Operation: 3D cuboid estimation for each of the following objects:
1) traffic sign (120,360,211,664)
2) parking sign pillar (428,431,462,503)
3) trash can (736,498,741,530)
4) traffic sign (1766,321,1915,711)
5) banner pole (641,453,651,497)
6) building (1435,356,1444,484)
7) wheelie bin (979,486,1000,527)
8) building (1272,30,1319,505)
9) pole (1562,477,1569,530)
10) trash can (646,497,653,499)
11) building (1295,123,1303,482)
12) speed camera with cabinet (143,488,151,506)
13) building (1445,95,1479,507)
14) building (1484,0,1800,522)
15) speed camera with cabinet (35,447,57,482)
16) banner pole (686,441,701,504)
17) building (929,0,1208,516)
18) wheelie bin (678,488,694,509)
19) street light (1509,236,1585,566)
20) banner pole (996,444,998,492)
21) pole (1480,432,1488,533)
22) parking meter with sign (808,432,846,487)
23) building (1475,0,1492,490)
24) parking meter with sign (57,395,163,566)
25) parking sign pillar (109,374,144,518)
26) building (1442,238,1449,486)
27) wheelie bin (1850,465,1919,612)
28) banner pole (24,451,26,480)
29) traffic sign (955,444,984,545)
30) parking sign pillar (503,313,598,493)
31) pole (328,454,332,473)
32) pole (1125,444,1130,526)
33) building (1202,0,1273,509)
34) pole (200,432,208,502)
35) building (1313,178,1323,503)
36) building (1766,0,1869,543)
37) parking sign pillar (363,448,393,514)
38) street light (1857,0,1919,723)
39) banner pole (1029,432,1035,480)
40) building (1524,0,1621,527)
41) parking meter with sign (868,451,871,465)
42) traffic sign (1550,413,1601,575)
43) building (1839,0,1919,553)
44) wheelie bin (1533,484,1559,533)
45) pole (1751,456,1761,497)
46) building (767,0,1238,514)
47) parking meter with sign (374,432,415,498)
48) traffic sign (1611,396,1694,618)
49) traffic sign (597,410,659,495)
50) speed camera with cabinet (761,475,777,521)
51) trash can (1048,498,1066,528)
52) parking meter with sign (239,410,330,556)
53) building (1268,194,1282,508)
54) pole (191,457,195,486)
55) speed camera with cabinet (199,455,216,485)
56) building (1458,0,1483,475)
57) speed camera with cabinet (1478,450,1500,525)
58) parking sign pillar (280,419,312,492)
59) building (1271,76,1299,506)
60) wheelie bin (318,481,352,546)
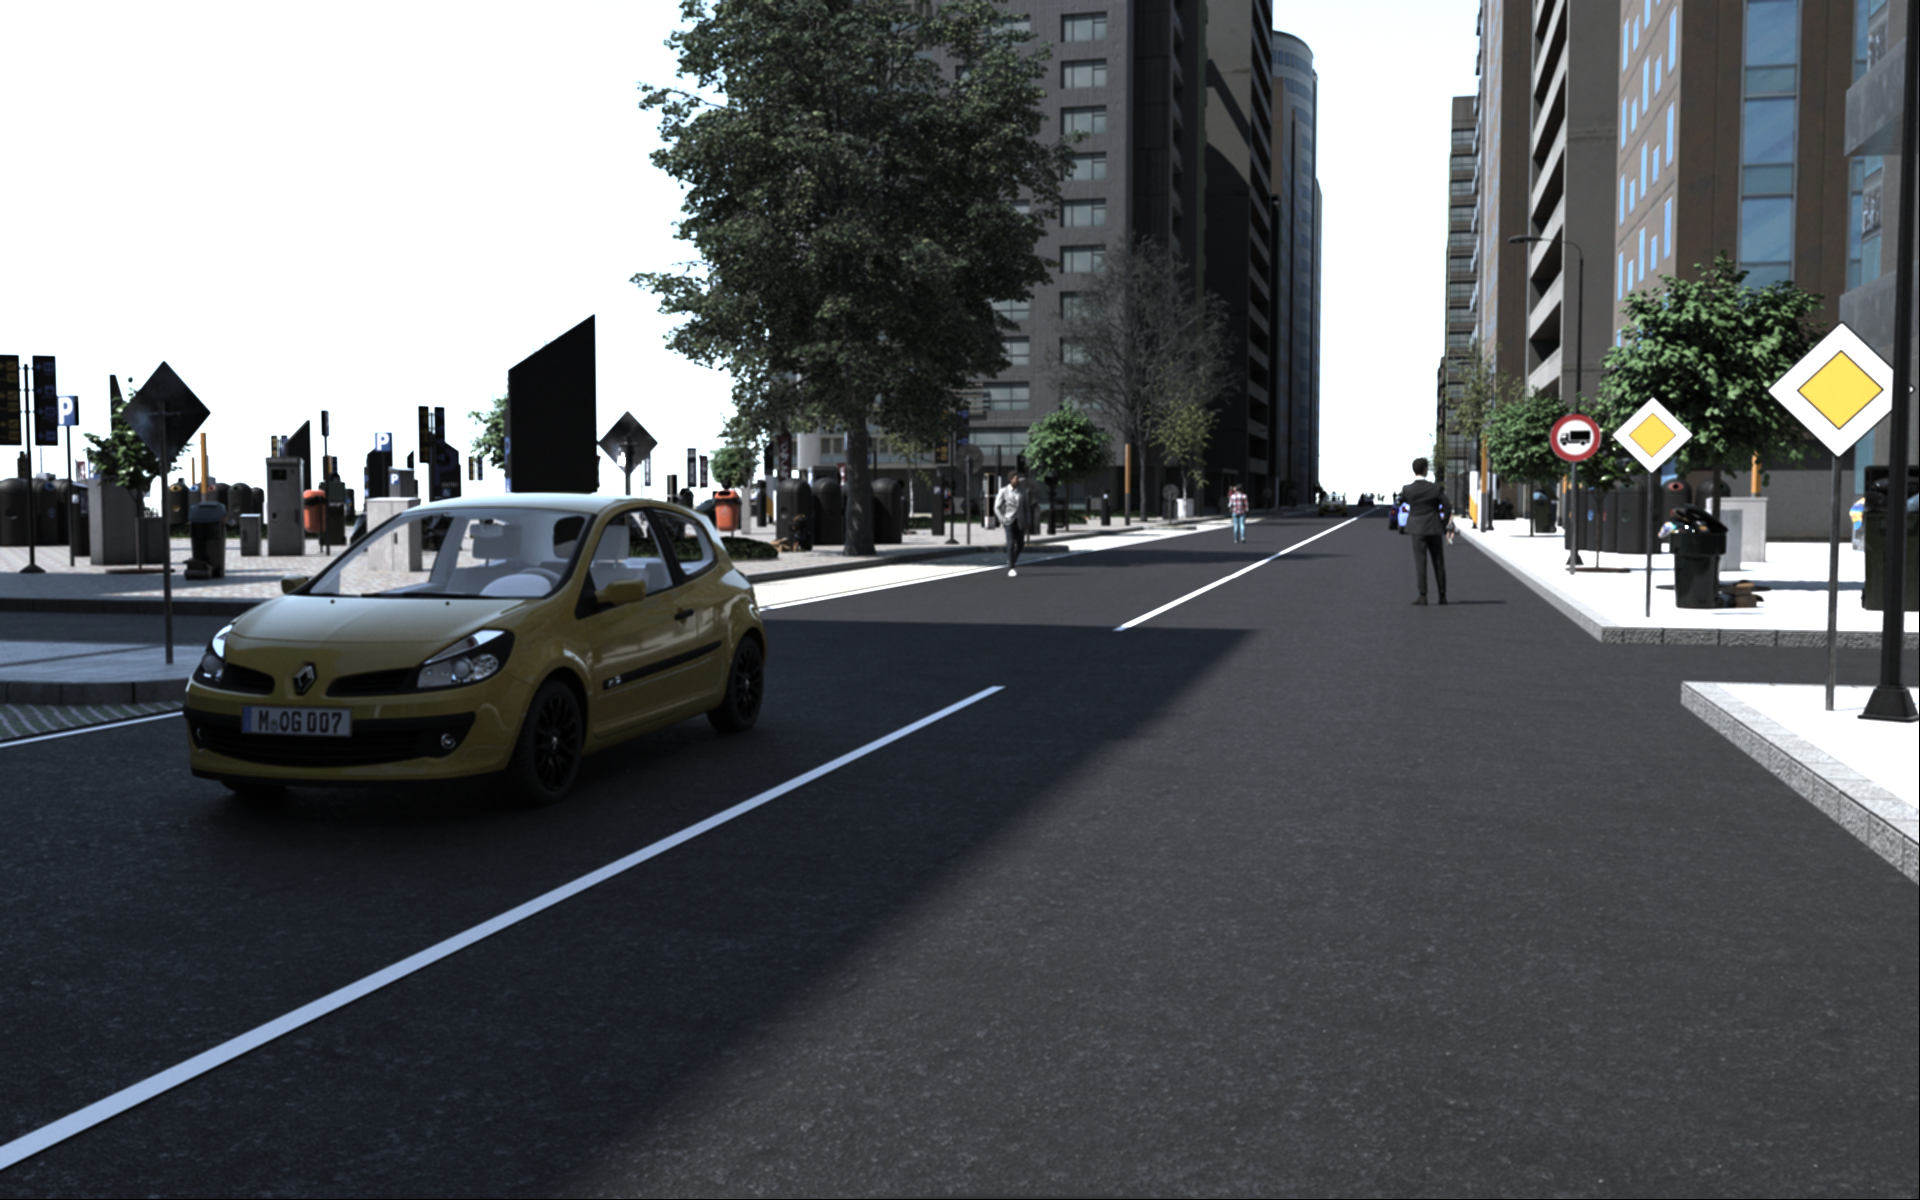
[{"bbox_3d":[-5.987,-0.576,13.061,0.795,2.450,0.064,1,4,14],"label":"traffic sign"},{"bbox_3d":[-21.683,-5.163,72.891,1.447,3.967,1.447,-2,4,-31],"label":"parking sign pillar"},{"bbox_3d":[-8.067,-3.129,62.817,0.748,1.137,0.748,0,3,0],"label":"trash can"},{"bbox_3d":[5.138,-0.400,10.178,0.795,2.450,0.064,1,4,14],"label":"traffic sign"},{"bbox_3d":[-13.204,-5.054,72.646,0.863,3.779,0.401,3,5,40],"label":"banner pole"},{"bbox_3d":[77.072,-23.395,227.539,27.650,21.520,28.899,1,4,14],"label":"building"},{"bbox_3d":[1.146,-3.582,66.468,0.693,1.594,0.980,-2,4,-34],"label":"wheelie bin"},{"bbox_3d":[33.832,-41.495,220.439,21.231,58.520,28.212,1,4,14],"label":"building"},{"bbox_3d":[21.908,-4.205,62.591,0.158,3.312,0.155,0,3,0],"label":"pole"},{"bbox_3d":[-15.290,-4.440,84.242,0.748,1.137,0.748,0,3,0],"label":"trash can"},{"bbox_3d":[31.607,-33.548,198.621,14.600,45.320,14.200,1,4,14],"label":"building"},{"bbox_3d":[-49.743,-6.771,105.040,0.660,3.252,2.038,0,4,-4],"label":"speed camera with cabinet"},{"bbox_3d":[57.777,-30.331,179.499,14.154,41.232,14.086,1,4,14],"label":"building"},{"bbox_3d":[36.916,-27.283,96.187,14.600,45.320,14.200,1,4,14],"label":"building"},{"bbox_3d":[-38.366,-4.743,71.889,0.660,3.252,2.038,0,4,6],"label":"speed camera with cabinet"},{"bbox_3d":[-12.561,-5.640,82.227,0.863,3.779,0.401,-1,4,-10],"label":"banner pole"},{"bbox_3d":[6.785,-25.621,102.491,14.154,41.232,14.086,1,4,14],"label":"building"},{"bbox_3d":[-13.941,-4.913,88.234,0.693,1.594,0.980,2,4,34],"label":"wheelie bin"},{"bbox_3d":[10.557,-3.586,31.177,1.470,5.913,1.316,1,4,14],"label":"street light"},{"bbox_3d":[1.854,-5.941,87.157,0.401,3.779,0.863,0,4,4],"label":"banner pole"},{"bbox_3d":[17.307,-3.874,57.189,0.158,3.312,0.155,0,3,0],"label":"pole"},{"bbox_3d":[-3.786,-3.118,47.247,1.738,3.016,0.543,-1,4,-22],"label":"parking meter with sign"},{"bbox_3d":[45.841,-35.106,115.988,21.231,58.520,28.212,1,4,14],"label":"building"},{"bbox_3d":[-15.321,-2.144,31.323,0.543,3.016,1.738,2,4,30],"label":"parking meter with sign"},{"bbox_3d":[-19.058,-3.129,39.634,1.447,3.967,1.447,-1,4,-15],"label":"parking sign pillar"},{"bbox_3d":[61.579,-25.863,194.568,14.160,30.474,14.107,1,4,14],"label":"building"},{"bbox_3d":[10.324,-0.681,19.046,0.980,1.594,0.693,2,4,28],"label":"wheelie bin"},{"bbox_3d":[-53.798,-6.696,99.495,0.401,3.779,0.863,0,4,-8],"label":"banner pole"},{"bbox_3d":[0.217,-2.675,43.850,0.768,2.556,0.104,1,4,17],"label":"traffic sign"},{"bbox_3d":[-6.083,-2.280,25.750,1.447,3.967,1.447,-2,4,-28],"label":"parking sign pillar"},{"bbox_3d":[-32.414,-5.832,89.202,0.158,3.312,0.155,0,3,0],"label":"pole"},{"bbox_3d":[6.832,-4.686,70.466,0.158,3.312,0.155,0,3,0],"label":"pole"},{"bbox_3d":[14.193,-31.802,143.667,21.300,48.544,21.600,1,4,14],"label":"building"},{"bbox_3d":[-24.864,-3.863,56.995,0.158,3.312,0.155,0,3,0],"label":"pole"},{"bbox_3d":[42.737,-36.104,240.410,14.600,45.320,14.200,1,4,14],"label":"building"},{"bbox_3d":[27.207,-24.432,49.570,14.600,45.320,14.200,1,4,14],"label":"building"},{"bbox_3d":[-26.576,-5.547,79.160,1.447,3.967,1.447,3,4,37],"label":"parking sign pillar"},{"bbox_3d":[4.788,-2.282,9.847,1.470,5.913,1.316,1,4,14],"label":"street light"},{"bbox_3d":[2.901,-4.869,69.620,0.401,3.779,0.863,1,4,21],"label":"banner pole"},{"bbox_3d":[36.357,-27.530,73.815,21.300,48.544,21.600,1,4,14],"label":"building"},{"bbox_3d":[-4.243,-4.606,71.577,0.543,3.016,1.738,-1,4,-23],"label":"parking meter with sign"},{"bbox_3d":[9.689,-1.665,27.330,0.768,2.556,0.104,1,4,16],"label":"traffic sign"},{"bbox_3d":[29.864,-24.771,24.611,30.456,49.044,23.786,1,4,14],"label":"building"},{"bbox_3d":[19.117,-2.981,56.647,0.693,1.594,0.980,3,5,42],"label":"wheelie bin"},{"bbox_3d":[19.569,-2.980,42.561,0.158,3.312,0.155,0,3,0],"label":"pole"},{"bbox_3d":[3.220,-26.383,123.246,32.217,40.220,23.993,1,4,14],"label":"building"},{"bbox_3d":[-15.872,-3.248,49.366,0.543,3.016,1.738,1,4,19],"label":"parking meter with sign"},{"bbox_3d":[7.135,-0.873,17.910,0.795,2.450,0.064,1,4,14],"label":"traffic sign"},{"bbox_3d":[-3.991,-1.049,20.793,0.795,2.450,0.064,1,4,14],"label":"traffic sign"},{"bbox_3d":[-8.928,-5.456,83.542,0.660,3.252,2.038,-2,4,-29],"label":"speed camera with cabinet"},{"bbox_3d":[3.677,-3.276,65.215,0.748,1.137,0.748,0,3,0],"label":"trash can"},{"bbox_3d":[-13.968,-2.419,35.818,1.738,3.016,0.543,-1,4,-11],"label":"parking meter with sign"},{"bbox_3d":[22.369,-23.858,161.783,14.160,30.474,14.107,1,4,14],"label":"building"},{"bbox_3d":[-41.888,-6.165,94.644,0.158,3.312,0.155,0,3,0],"label":"pole"},{"bbox_3d":[-37.569,-5.740,88.178,2.038,3.252,0.660,-3,5,-40],"label":"speed camera with cabinet"},{"bbox_3d":[54.503,-32.090,144.285,23.786,49.044,30.456,1,4,14],"label":"building"},{"bbox_3d":[22.401,-4.846,73.562,0.660,3.252,2.038,2,4,32],"label":"speed camera with cabinet"},{"bbox_3d":[-23.771,-4.493,61.940,1.447,3.967,1.447,1,4,16],"label":"parking sign pillar"},{"bbox_3d":[27.639,-32.671,184.288,14.600,45.320,14.200,1,4,14],"label":"building"},{"bbox_3d":[-15.741,-2.169,43.366,0.980,1.594,0.693,-1,4,-17],"label":"wheelie bin"}]
